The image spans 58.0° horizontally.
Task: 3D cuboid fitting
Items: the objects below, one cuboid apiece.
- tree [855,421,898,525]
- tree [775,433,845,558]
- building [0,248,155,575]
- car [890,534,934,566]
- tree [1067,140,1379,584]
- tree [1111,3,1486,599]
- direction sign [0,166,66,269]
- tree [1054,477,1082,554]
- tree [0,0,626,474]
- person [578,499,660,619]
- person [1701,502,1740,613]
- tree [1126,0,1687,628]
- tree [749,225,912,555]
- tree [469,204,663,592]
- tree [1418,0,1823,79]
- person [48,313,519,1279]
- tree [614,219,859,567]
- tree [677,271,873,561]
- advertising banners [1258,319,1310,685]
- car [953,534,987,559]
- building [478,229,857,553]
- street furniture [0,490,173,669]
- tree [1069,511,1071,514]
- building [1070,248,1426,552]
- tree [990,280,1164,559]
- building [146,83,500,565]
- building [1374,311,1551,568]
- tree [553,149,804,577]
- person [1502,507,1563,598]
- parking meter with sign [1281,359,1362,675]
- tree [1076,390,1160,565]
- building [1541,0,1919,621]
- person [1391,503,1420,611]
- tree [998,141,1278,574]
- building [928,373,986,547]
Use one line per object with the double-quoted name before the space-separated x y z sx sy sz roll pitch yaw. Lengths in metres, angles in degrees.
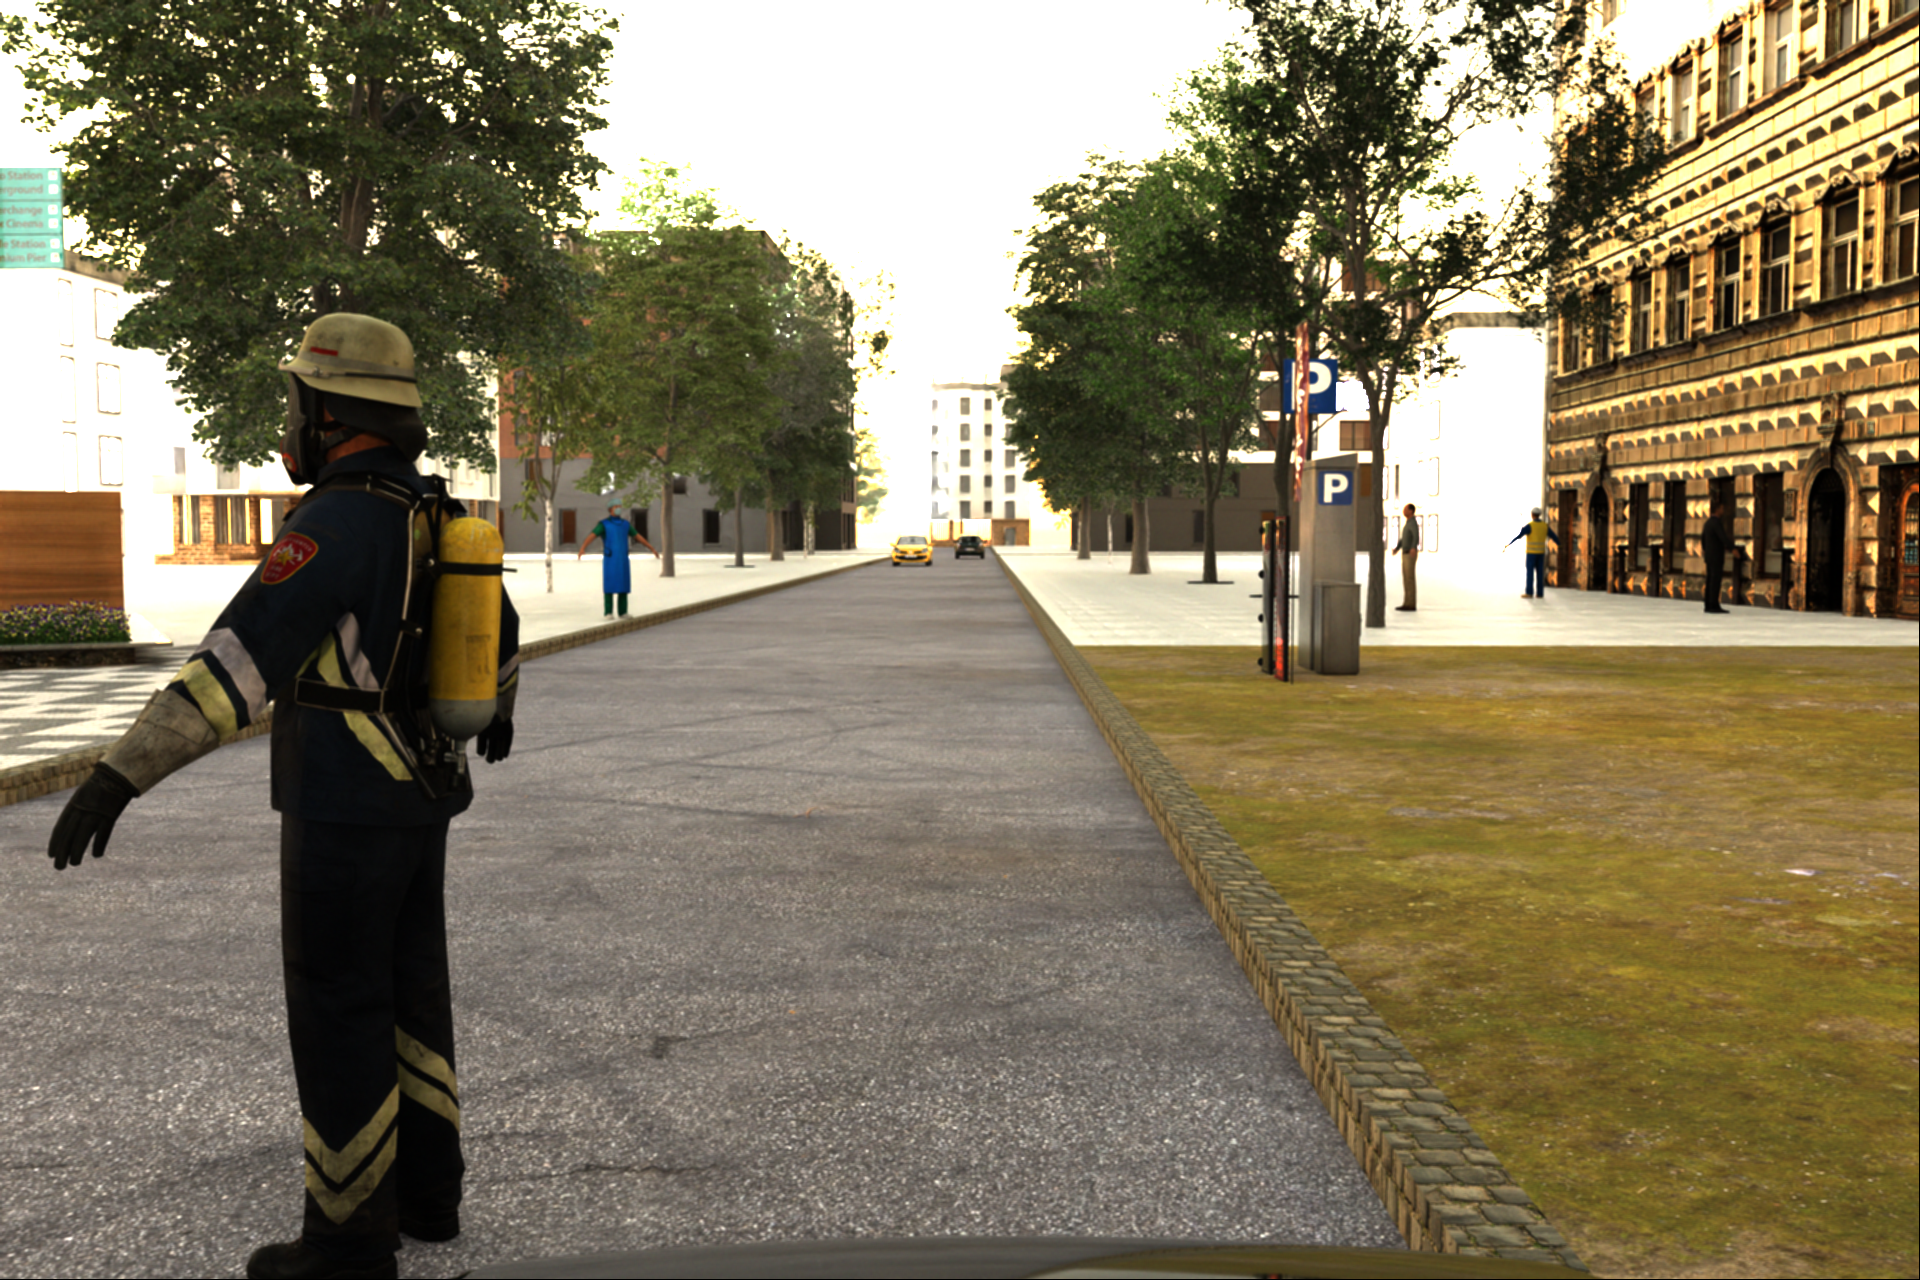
"tree" -11.946 -17.491 192.636 9.857 13.997 8.962 0 3 0
"tree" -7.988 -8.661 91.974 4.737 8.622 4.395 0 3 0
"building" -27.258 -6.122 42.243 9.099 9.664 28.070 0 4 2
"car" -2.149 -4.184 78.629 2.015 1.641 3.980 0 4 1
"tree" 6.613 -7.274 44.685 9.928 11.665 9.643 0 3 0
"tree" 6.522 -6.652 34.521 9.928 11.665 9.643 0 3 0
"direction sign" -7.050 -1.415 11.895 2.525 3.948 1.411 0 4 2
"tree" 7.109 -9.469 105.184 4.737 8.622 4.395 0 3 0
"tree" -9.628 -7.342 26.691 9.857 13.997 8.962 0 3 0
"person" -5.176 -1.223 26.129 1.347 1.817 0.704 -3 5 -39
"person" 12.308 -1.342 28.170 0.704 1.802 1.346 0 4 2
"tree" 6.002 -5.463 23.740 7.601 10.594 8.767 -3 5 -40
"tree" -8.931 -15.257 105.335 12.611 20.169 13.585 0 3 0
"tree" -8.945 -5.372 38.195 4.737 8.622 4.395 0 3 0
"tree" 4.559 -4.457 7.278 7.601 10.594 8.767 1 4 12
"person" -1.189 0.296 3.404 0.705 1.856 1.354 1 4 15
"tree" -8.670 -9.582 67.043 12.009 13.543 11.850 0 3 0
"tree" -8.886 -10.778 82.883 9.857 13.997 8.962 0 3 0
"advertising banners" 2.831 -1.162 15.185 0.090 3.025 2.074 0 4 1
"car" 0.585 -5.609 101.501 2.009 1.686 4.222 0 4 1
"building" -23.198 -17.676 132.982 27.936 21.610 32.646 0 4 1
"street furniture" -12.934 -0.647 17.440 9.812 1.723 11.010 -2 4 -28
"tree" 14.292 -14.802 192.371 4.360 8.622 3.978 0 3 0
"building" 22.806 -18.132 140.435 27.936 21.610 32.646 0 4 1
"tree" 6.354 -11.091 87.994 9.857 13.997 8.962 0 3 0
"building" -28.392 -13.315 74.113 16.016 20.090 11.380 0 4 1
"building" 23.077 -7.541 65.441 9.099 9.664 28.070 0 4 1
"tree" -8.397 -8.175 51.794 7.486 12.596 7.792 0 3 0
"person" 11.541 -1.763 34.800 1.349 1.833 0.705 -1 4 -13
"parking meter with sign" 3.477 -1.237 16.487 0.543 3.016 1.738 0 3 0
"tree" 6.321 -7.489 72.800 4.360 8.622 3.978 0 3 0
"building" 23.219 -12.313 32.239 19.493 23.208 18.063 0 4 1
"person" 7.484 -1.388 28.959 0.705 1.796 1.348 0 4 1
"tree" 5.730 -9.097 55.390 9.857 13.997 8.962 0 3 0
"building" -3.298 -20.623 196.062 11.380 20.090 16.016 0 4 -1
